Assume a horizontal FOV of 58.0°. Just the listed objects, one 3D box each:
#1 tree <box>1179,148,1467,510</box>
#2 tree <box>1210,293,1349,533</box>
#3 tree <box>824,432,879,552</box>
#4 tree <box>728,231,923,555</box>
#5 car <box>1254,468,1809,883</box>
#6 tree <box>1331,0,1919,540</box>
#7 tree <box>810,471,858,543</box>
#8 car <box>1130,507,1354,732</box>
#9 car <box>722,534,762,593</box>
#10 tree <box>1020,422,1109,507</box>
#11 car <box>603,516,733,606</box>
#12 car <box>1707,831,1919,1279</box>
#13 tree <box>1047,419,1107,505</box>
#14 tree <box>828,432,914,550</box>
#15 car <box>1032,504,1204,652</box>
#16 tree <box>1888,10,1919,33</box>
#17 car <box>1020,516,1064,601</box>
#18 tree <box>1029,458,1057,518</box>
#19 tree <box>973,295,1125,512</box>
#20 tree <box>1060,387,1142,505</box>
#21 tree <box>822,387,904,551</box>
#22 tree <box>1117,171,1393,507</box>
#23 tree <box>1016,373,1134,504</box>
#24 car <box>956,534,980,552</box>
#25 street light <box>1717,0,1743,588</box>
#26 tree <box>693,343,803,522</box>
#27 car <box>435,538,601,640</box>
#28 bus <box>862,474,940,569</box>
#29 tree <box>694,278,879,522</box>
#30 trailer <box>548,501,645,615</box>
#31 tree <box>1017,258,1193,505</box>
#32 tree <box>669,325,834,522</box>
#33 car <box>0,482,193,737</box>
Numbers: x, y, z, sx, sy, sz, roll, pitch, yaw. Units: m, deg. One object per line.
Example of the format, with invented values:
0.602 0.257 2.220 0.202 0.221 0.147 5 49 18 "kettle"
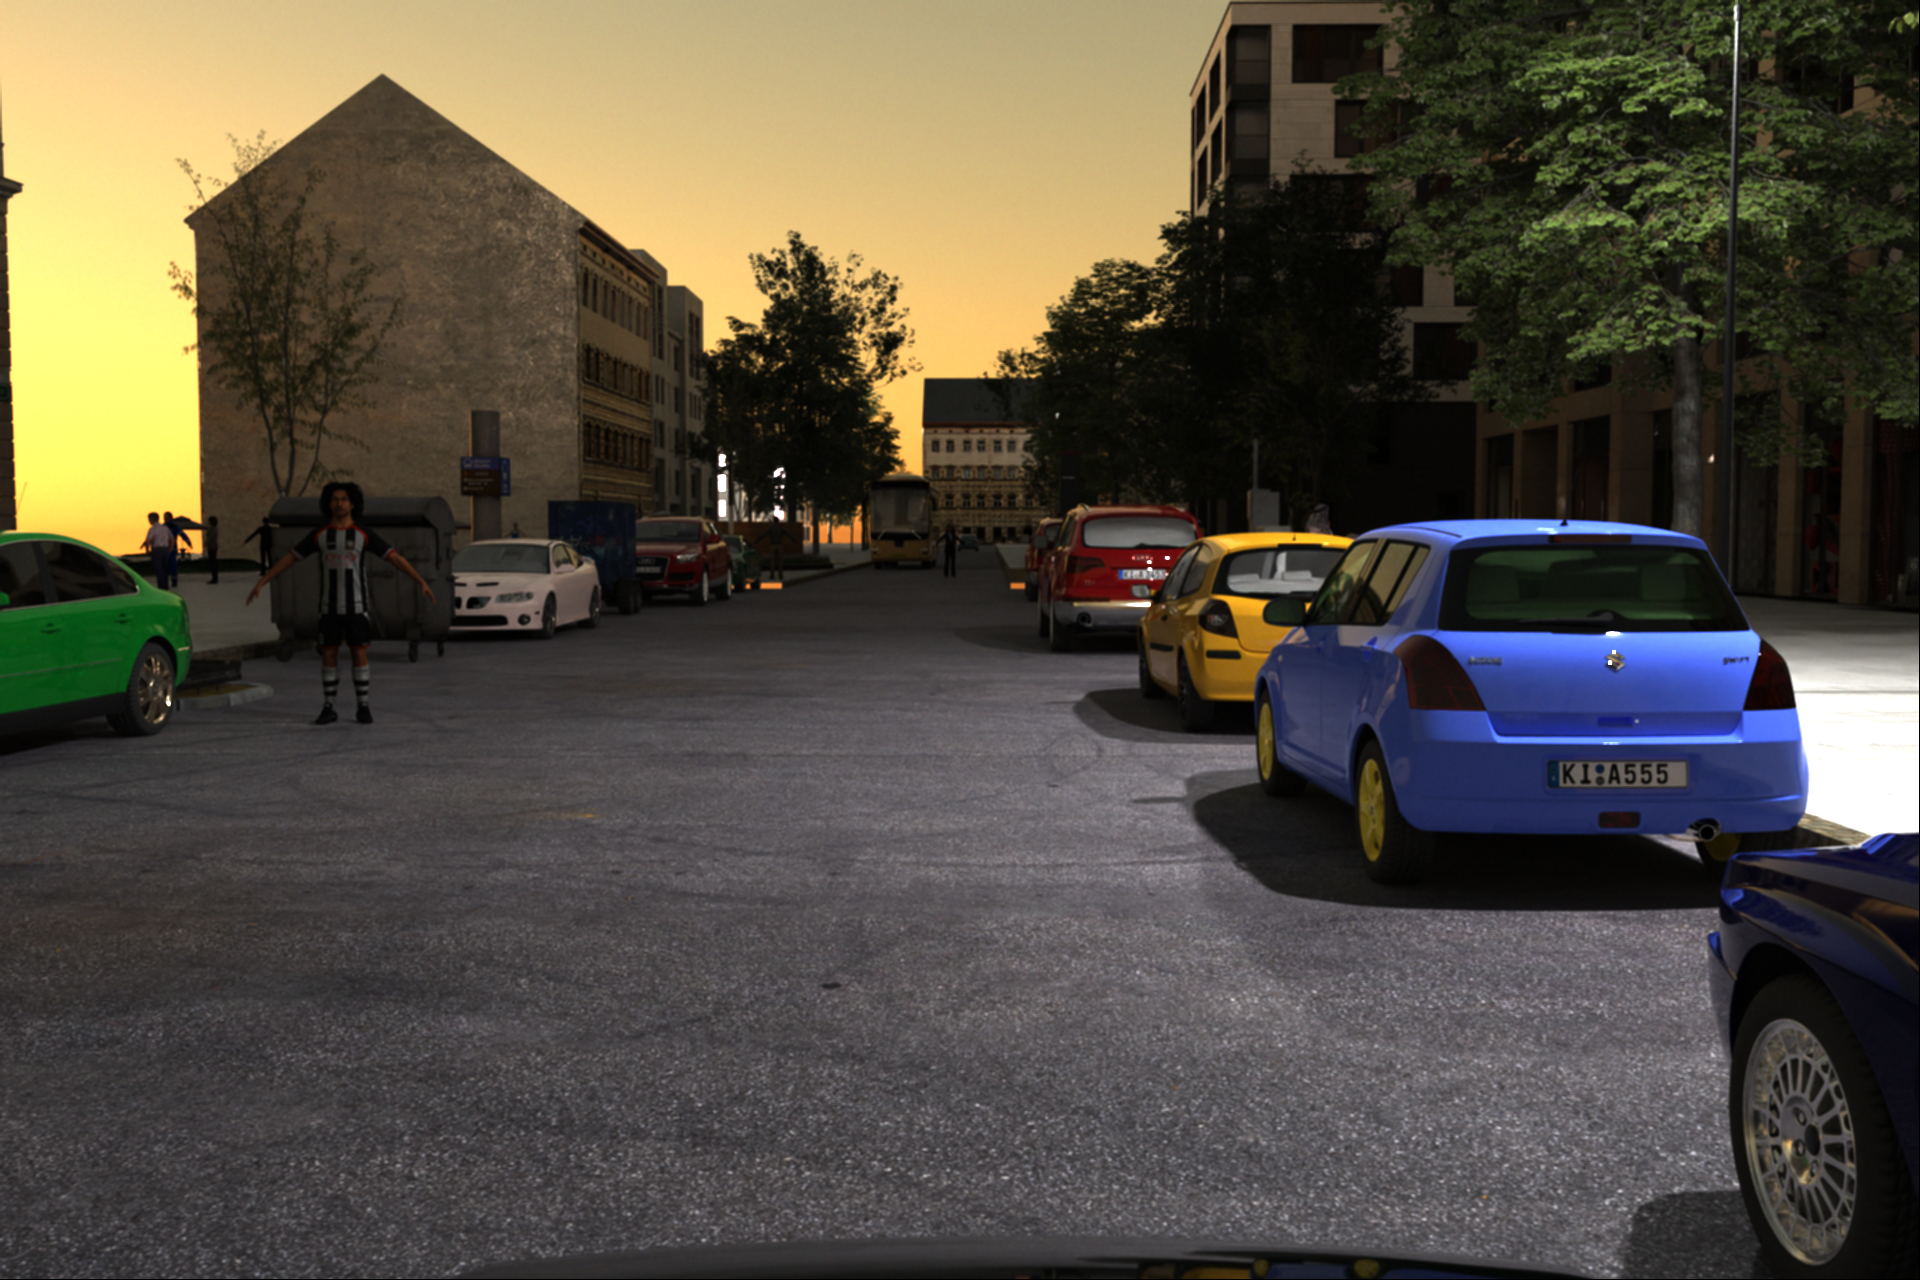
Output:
8.651 -6.638 42.938 7.601 10.594 8.767 -2 4 -34 "tree"
9.851 -6.226 52.156 4.737 8.622 4.395 0 3 0 "tree"
-7.785 -10.645 124.415 4.360 8.622 3.978 0 3 0 "tree"
-8.549 -15.357 106.981 12.611 20.169 13.585 0 3 0 "tree"
2.507 0.073 8.404 1.945 1.707 3.694 0 4 -1 "car"
7.841 -6.198 19.473 7.486 12.596 7.792 0 3 0 "tree"
-18.003 -20.456 241.118 9.857 13.997 8.962 0 3 0 "tree"
2.440 -0.230 13.977 2.015 1.641 3.980 0 4 0 "car"
-6.160 -1.967 43.966 2.131 1.459 4.920 0 4 1 "car"
8.043 -11.831 127.856 7.601 10.594 8.767 -1 4 -15 "tree"
-6.034 -1.682 36.166 2.281 1.827 5.304 0 4 1 "car"
2.394 0.646 2.025 1.945 1.354 3.894 0 4 0 "car"
6.856 -9.303 102.471 4.360 8.622 3.978 0 3 0 "tree"
-7.497 -12.794 143.589 8.767 10.594 7.601 1 4 20 "tree"
2.106 -0.851 22.593 2.281 1.827 5.304 0 3 0 "car"
8.278 -3.677 10.475 4.737 8.622 4.395 0 3 0 "tree"
2.479 -1.816 38.361 2.281 1.827 5.304 0 4 1 "car"
7.598 -12.229 150.311 4.360 8.622 3.978 0 3 0 "tree"
7.331 -17.401 140.395 12.611 20.169 13.585 0 3 0 "tree"
6.471 -8.235 85.012 4.360 8.622 3.978 0 3 0 "tree"
-7.734 -13.182 133.647 7.486 12.596 7.792 0 3 0 "tree"
10.400 -9.402 60.383 9.857 13.997 8.962 0 3 0 "tree"
7.538 -11.432 112.661 9.928 11.665 9.643 0 3 0 "tree"
0.656 -7.990 142.638 2.014 1.417 4.499 0 4 0 "car"
6.713 -2.527 13.864 1.470 5.913 1.316 0 4 1 "street light"
-8.718 -7.153 67.310 4.360 8.622 3.978 0 3 0 "tree"
-6.471 -0.775 25.035 2.083 1.381 4.827 0 4 1 "car"
-2.298 -5.067 74.394 2.896 3.916 12.252 0 4 1 "bus"
-8.641 -11.104 88.213 9.857 13.997 8.962 0 3 0 "tree"
-6.534 -1.422 30.302 1.471 1.999 3.904 0 4 1 "trailer"
6.080 -9.421 72.163 7.486 12.596 7.792 0 3 0 "tree"
-9.041 -8.681 76.351 8.767 10.594 7.601 2 4 33 "tree"
-6.626 -0.133 10.966 1.959 1.807 4.718 0 4 1 "car"
